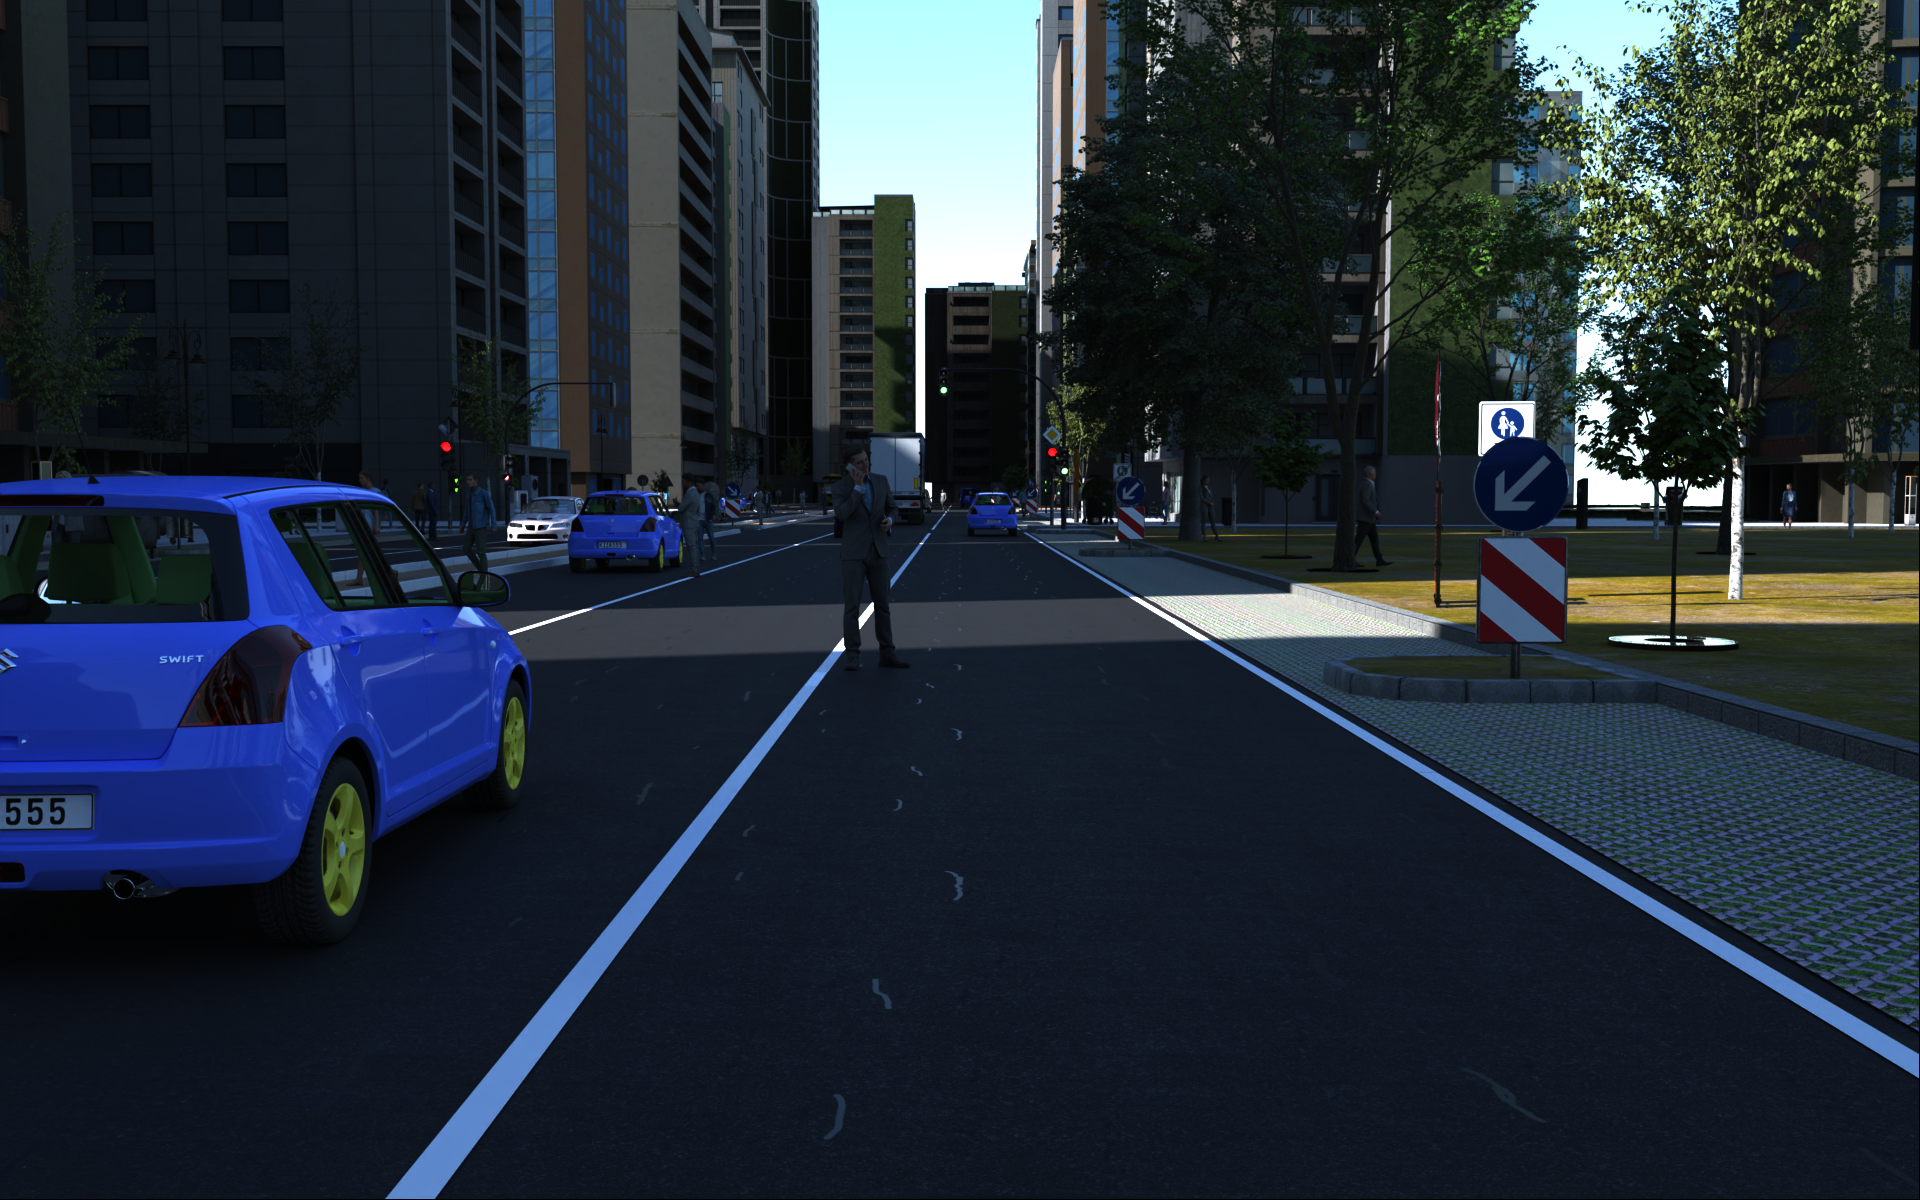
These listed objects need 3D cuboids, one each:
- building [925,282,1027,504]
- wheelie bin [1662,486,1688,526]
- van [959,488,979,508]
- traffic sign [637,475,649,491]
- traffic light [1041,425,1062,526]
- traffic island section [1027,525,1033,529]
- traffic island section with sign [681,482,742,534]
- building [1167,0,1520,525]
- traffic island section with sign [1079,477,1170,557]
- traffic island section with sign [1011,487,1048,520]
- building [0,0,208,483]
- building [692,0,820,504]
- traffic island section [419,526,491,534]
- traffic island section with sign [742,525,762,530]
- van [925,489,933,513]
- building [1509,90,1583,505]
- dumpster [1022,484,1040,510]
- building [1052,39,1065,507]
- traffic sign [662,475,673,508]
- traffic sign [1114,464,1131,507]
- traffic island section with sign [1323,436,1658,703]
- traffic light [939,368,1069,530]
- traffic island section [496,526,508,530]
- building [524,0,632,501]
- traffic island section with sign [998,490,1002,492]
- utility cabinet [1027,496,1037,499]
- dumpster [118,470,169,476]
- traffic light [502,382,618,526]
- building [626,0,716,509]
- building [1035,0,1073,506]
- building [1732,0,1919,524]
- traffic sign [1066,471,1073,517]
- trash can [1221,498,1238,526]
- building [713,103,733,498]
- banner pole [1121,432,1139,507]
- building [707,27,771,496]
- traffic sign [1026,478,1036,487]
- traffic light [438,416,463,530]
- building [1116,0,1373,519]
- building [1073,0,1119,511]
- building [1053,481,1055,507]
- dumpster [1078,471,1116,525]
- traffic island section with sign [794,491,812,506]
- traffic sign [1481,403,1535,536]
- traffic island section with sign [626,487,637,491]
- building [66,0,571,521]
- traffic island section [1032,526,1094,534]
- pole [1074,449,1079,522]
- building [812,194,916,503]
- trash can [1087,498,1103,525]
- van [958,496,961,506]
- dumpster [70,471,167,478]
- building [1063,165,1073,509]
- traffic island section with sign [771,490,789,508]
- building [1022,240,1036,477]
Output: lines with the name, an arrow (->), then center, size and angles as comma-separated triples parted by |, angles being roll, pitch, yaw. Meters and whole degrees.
building -> 2.095, -28.610, 239.473 | 14.107, 30.474, 14.160 | 0, 3, 0
wheelie bin -> 29.051, -3.819, 70.344 | 0.980, 1.594, 0.693 | 1, 4, 12
van -> 1.026, -10.606, 177.792 | 2.240, 2.365, 5.245 | 0, 4, -1
traffic sign -> -20.814, -6.945, 113.650 | 0.768, 2.556, 0.104 | 0, 4, 6
traffic light -> 3.728, -4.993, 70.561 | 0.839, 4.253, 0.868 | 0, 3, 0
traffic island section -> 3.769, -2.960, 70.675 | 2.009, 0.180, 2.903 | 0, 3, 0
traffic island section with sign -> -9.158, -3.351, 62.930 | 2.006, 1.907, 1.989 | 0, 3, 0
building -> 15.991, -24.097, 77.577 | 14.086, 41.232, 14.154 | 0, 3, 0
traffic island section with sign -> 3.771, -1.925, 40.094 | 1.989, 1.847, 2.006 | 0, 3, 0
traffic island section with sign -> 3.786, -5.299, 95.274 | 1.989, 1.847, 2.006 | 0, 3, 0
building -> -40.289, -24.039, 47.666 | 28.867, 44.769, 22.147 | 0, 3, 0
building -> -30.445, -49.049, 240.201 | 20.611, 71.187, 20.563 | 0, 3, 0
traffic island section -> -18.474, -2.472, 62.697 | 2.009, 0.180, 2.903 | 0, 3, 0
traffic island section with sign -> -9.147, -3.804, 70.337 | 2.006, 1.907, 1.989 | 0, 3, 0
van -> -3.086, -7.768, 134.010 | 2.013, 2.044, 4.112 | 0, 4, 1
building -> 57.093, -35.832, 205.455 | 30.456, 49.044, 23.786 | 0, 3, 0
dumpster -> 5.812, -8.568, 142.577 | 1.502, 2.255, 1.985 | 0, 3, 0
building -> 16.257, -31.708, 168.535 | 14.600, 45.320, 14.200 | 0, 3, 0
traffic sign -> -20.395, -7.386, 120.769 | 0.884, 2.594, 0.081 | 0, 4, 8
traffic sign -> 5.445, -3.427, 58.156 | 0.606, 2.300, 0.079 | 0, 4, 6
traffic island section with sign -> 3.765, -0.251, 12.728 | 1.989, 1.847, 2.006 | 0, 3, 0
traffic light -> 1.636, -5.368, 62.435 | 4.771, 5.953, 1.251 | 0, 3, 0
traffic island section -> -18.473, -2.960, 70.682 | 2.009, 0.180, 2.903 | 0, 3, 0
building -> -30.563, -28.529, 116.564 | 14.600, 45.320, 14.200 | 0, 3, 0
traffic island section with sign -> 3.783, -6.948, 122.229 | 1.989, 1.847, 2.006 | 0, 3, 0
utility cabinet -> 5.647, -7.765, 138.118 | 1.020, 1.237, 0.306 | 0, 4, 8
dumpster -> -20.457, -2.287, 43.148 | 1.264, 1.857, 1.865 | 0, 4, 0
traffic light -> -16.341, -5.866, 70.582 | 4.771, 5.953, 1.251 | 0, 3, 0
building -> -34.431, -32.606, 156.812 | 21.300, 48.544, 21.600 | 0, 3, 0
building -> 19.448, -40.479, 203.828 | 21.231, 58.520, 28.212 | 0, 3, 0
building -> 51.840, -26.137, 81.970 | 28.867, 44.769, 22.147 | 0, 3, 0
traffic sign -> 6.174, -5.911, 96.755 | 0.768, 2.556, 0.104 | 0, 4, 2
trash can -> 10.902, -3.574, 70.090 | 0.748, 1.137, 0.748 | 0, 3, 0
building -> -31.088, -30.102, 175.764 | 14.154, 41.232, 14.086 | 0, 3, 0
banner pole -> 6.257, -4.471, 63.118 | 0.863, 3.779, 0.401 | 1, 4, 14
building -> -37.387, -37.583, 203.724 | 27.495, 52.752, 28.713 | 0, 3, 0
traffic sign -> 5.596, -8.306, 135.910 | 0.768, 2.556, 0.104 | 0, 4, 6
traffic light -> -18.433, -4.504, 62.562 | 0.839, 4.253, 0.868 | 0, 3, 0
building -> 16.701, -25.951, 107.900 | 14.154, 41.232, 14.086 | 0, 3, 0
building -> 16.004, -29.537, 133.035 | 14.600, 45.320, 14.200 | 0, 3, 0
building -> 16.729, -30.531, 182.776 | 14.154, 41.232, 14.086 | 0, 3, 0
dumpster -> 5.845, -4.350, 73.612 | 1.502, 2.255, 1.985 | 0, 3, 0
traffic island section with sign -> -18.131, -11.731, 200.430 | 1.989, 1.847, 2.006 | 0, 3, 0
traffic sign -> 6.053, -1.046, 19.227 | 0.606, 2.300, 0.079 | 0, 4, 6
traffic island section with sign -> -18.143, -5.316, 95.546 | 1.989, 1.847, 2.006 | 0, 3, 0
building -> -32.000, -39.888, 90.416 | 20.563, 71.187, 20.611 | 0, 3, 0
traffic island section -> 3.768, -2.472, 62.690 | 2.009, 0.180, 2.903 | 0, 3, 0
pole -> 5.277, -5.167, 78.327 | 0.158, 3.312, 0.155 | 0, 3, 0
building -> -13.098, -33.934, 238.410 | 14.086, 41.232, 14.154 | 0, 3, 0
trash can -> 5.575, -3.655, 71.405 | 0.748, 1.137, 0.748 | 0, 3, 0
van -> 0.829, -12.335, 208.687 | 2.013, 2.044, 4.112 | 0, 4, -1
dumpster -> -18.362, -1.779, 37.306 | 1.865, 1.857, 1.264 | 0, 4, 1
building -> 16.110, -23.415, 154.540 | 14.160, 30.474, 14.107 | 0, 3, 0
traffic island section with sign -> -18.127, -10.063, 173.154 | 1.989, 1.847, 2.006 | 0, 3, 0
building -> 21.146, -33.984, 247.523 | 23.993, 40.220, 32.217 | 0, 3, 0
